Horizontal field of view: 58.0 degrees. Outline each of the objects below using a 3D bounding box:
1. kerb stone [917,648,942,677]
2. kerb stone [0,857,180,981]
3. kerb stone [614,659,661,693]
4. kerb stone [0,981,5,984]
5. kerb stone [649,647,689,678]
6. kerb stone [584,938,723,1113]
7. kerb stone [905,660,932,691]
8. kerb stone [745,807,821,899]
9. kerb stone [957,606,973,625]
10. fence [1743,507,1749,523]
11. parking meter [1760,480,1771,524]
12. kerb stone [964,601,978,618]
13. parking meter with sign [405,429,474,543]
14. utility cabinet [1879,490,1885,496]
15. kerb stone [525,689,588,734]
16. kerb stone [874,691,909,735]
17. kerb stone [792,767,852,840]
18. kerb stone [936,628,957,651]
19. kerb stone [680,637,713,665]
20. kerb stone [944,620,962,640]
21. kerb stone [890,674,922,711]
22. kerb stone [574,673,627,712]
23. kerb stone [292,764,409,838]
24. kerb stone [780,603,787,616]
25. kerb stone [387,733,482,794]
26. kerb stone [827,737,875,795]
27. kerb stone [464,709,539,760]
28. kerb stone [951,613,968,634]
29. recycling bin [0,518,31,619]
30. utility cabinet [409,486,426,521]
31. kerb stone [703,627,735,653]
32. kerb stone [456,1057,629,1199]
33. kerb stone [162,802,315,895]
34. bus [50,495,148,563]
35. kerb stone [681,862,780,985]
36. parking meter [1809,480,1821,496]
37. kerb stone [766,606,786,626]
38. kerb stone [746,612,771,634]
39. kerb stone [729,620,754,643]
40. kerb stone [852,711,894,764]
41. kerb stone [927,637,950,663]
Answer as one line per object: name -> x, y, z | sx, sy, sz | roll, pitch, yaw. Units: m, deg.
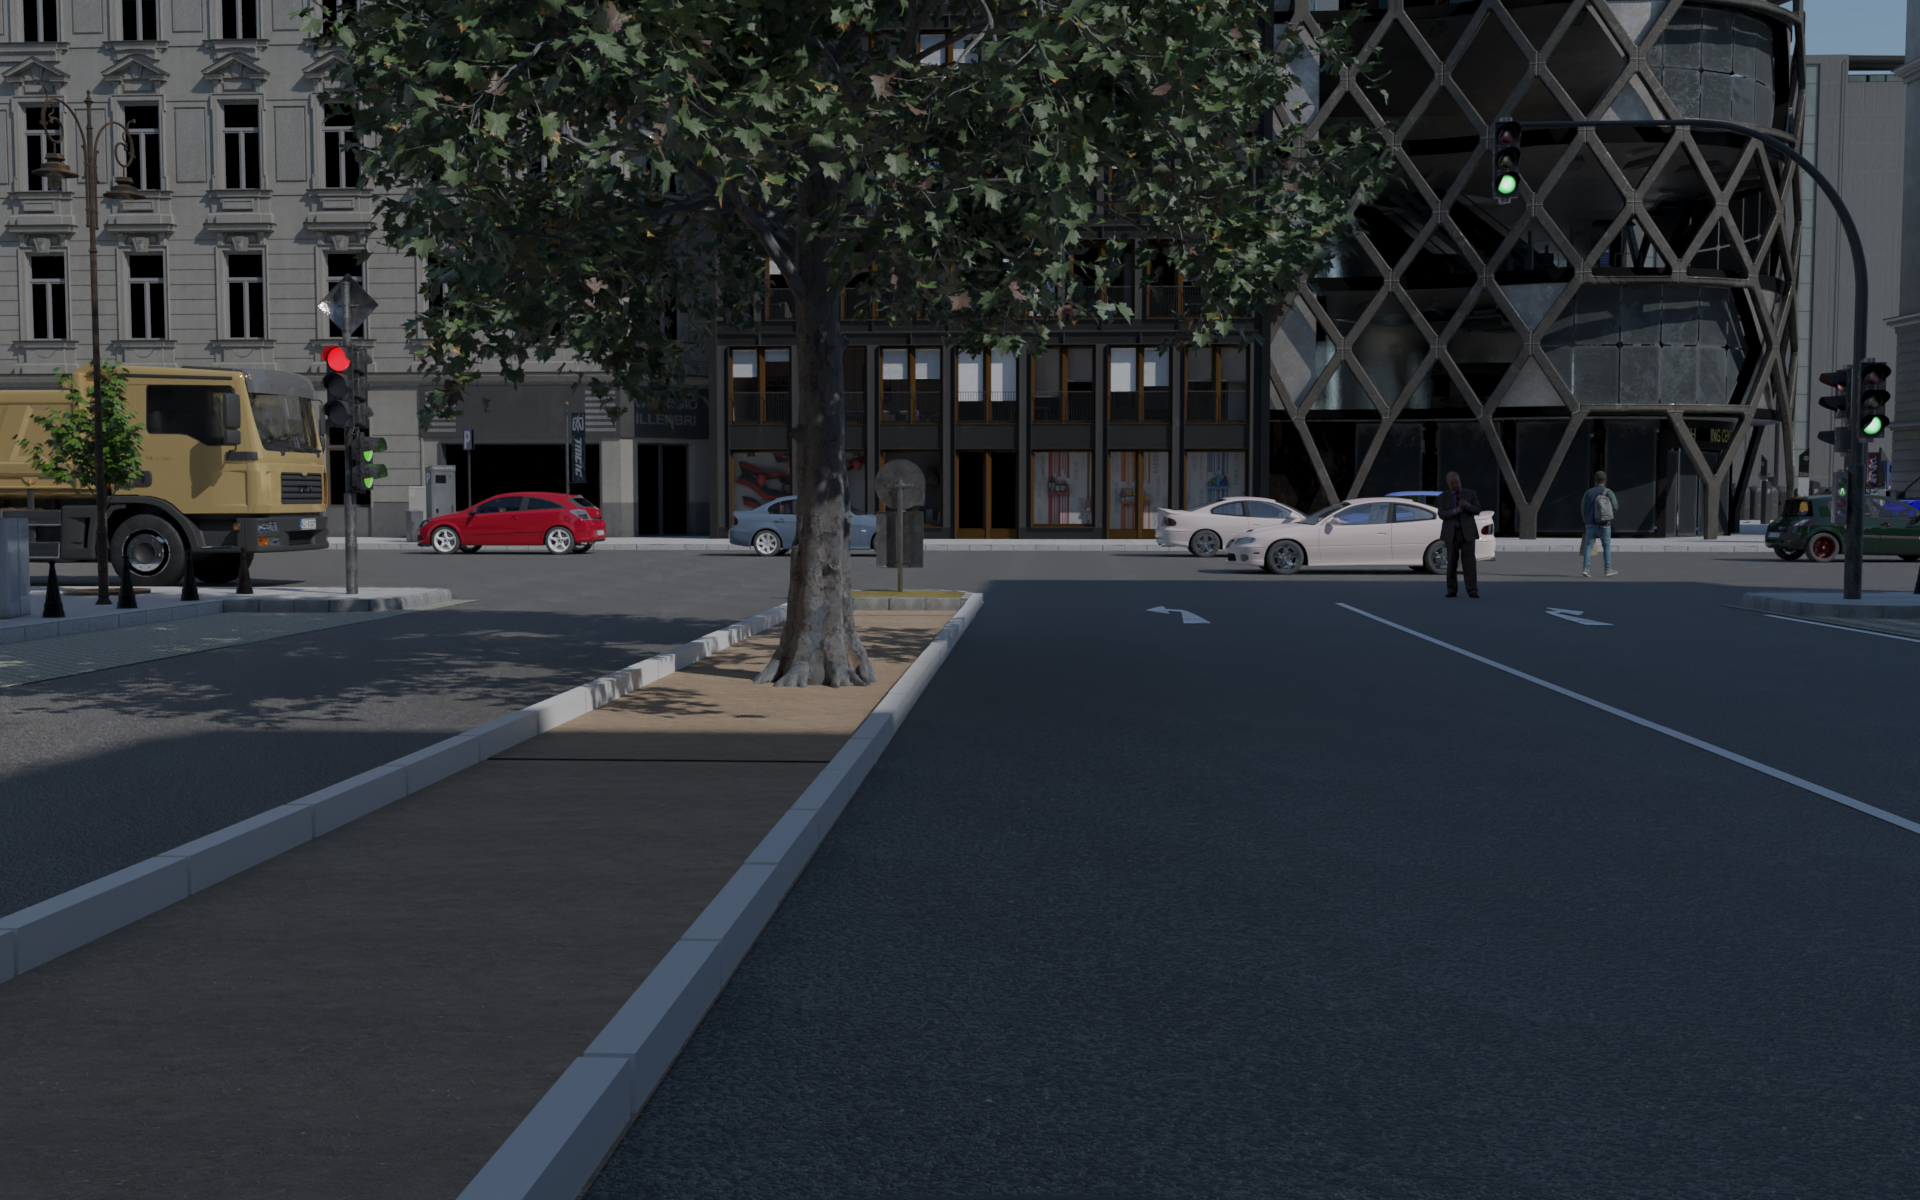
kerb stone -> -0.260, 0.518, 13.721 | 0.120, 0.150, 1.000 | 0, 4, 3
kerb stone -> -2.817, 1.014, 5.623 | 0.120, 0.150, 1.000 | 0, 4, 3
kerb stone -> -2.407, 0.575, 12.800 | 0.120, 0.150, 1.000 | 0, 4, 3
kerb stone -> -2.872, 1.076, 4.600 | 0.120, 0.150, 1.000 | 0, 4, 3
kerb stone -> -2.347, 0.512, 13.828 | 0.120, 0.150, 1.000 | 0, 4, 3
kerb stone -> -0.776, 1.084, 4.476 | 0.120, 0.150, 1.000 | 0, 4, 3
kerb stone -> -0.319, 0.581, 12.697 | 0.120, 0.150, 1.000 | 0, 4, 3
kerb stone -> -0.664, 0.958, 6.538 | 0.120, 0.150, 1.000 | 0, 4, 3
kerb stone -> 0.033, 0.205, 18.841 | 0.120, 0.150, 1.000 | 0, 4, 3
fence -> 35.421, -3.825, 77.912 | 0.278, 0.683, 2.069 | 2, 4, 27
parking meter -> 34.340, -4.164, 73.792 | 0.399, 1.863, 0.255 | -2, 4, -32
kerb stone -> 0.096, 0.145, 19.866 | 0.120, 0.150, 1.000 | 0, 4, 3
parking meter with sign -> -13.884, -3.055, 46.218 | 1.738, 3.016, 0.543 | -3, 4, -38
utility cabinet -> 46.799, -4.831, 87.664 | 0.318, 1.500, 1.173 | 3, 5, 40
kerb stone -> -2.522, 0.700, 10.754 | 0.120, 0.150, 1.000 | 0, 4, 3
kerb stone -> -0.430, 0.707, 10.636 | 0.120, 0.150, 1.000 | 0, 4, 3
kerb stone -> -0.605, 0.895, 7.561 | 0.120, 0.150, 1.000 | 0, 4, 3
kerb stone -> -0.142, 0.393, 15.767 | 0.120, 0.150, 1.000 | 0, 4, 3
kerb stone -> -2.295, 0.454, 14.852 | 0.120, 0.150, 1.000 | 0, 4, 3
kerb stone -> -0.088, 0.331, 16.791 | 0.120, 0.150, 1.000 | 0, 4, 3
kerb stone -> -0.375, 0.644, 11.667 | 0.120, 0.150, 1.000 | 0, 4, 3
kerb stone -> -2.463, 0.637, 11.777 | 0.120, 0.150, 1.000 | 0, 4, 3
kerb stone -> -2.700, 0.888, 7.670 | 0.120, 0.150, 1.000 | 0, 4, 3
kerb stone -> -2.009, 0.136, 19.973 | 0.120, 0.150, 1.000 | 0, 4, 3
kerb stone -> -2.641, 0.826, 8.695 | 0.120, 0.150, 1.000 | 0, 4, 3
kerb stone -> -0.546, 0.835, 8.584 | 0.120, 0.150, 1.000 | 0, 4, 3
kerb stone -> -2.587, 0.762, 9.731 | 0.120, 0.150, 1.000 | 0, 4, 3
kerb stone -> -0.026, 0.268, 17.818 | 0.120, 0.150, 1.000 | 0, 4, 3
recycling bin -> -10.165, -0.333, 17.992 | 0.722, 1.027, 0.722 | -1, 4, -10
utility cabinet -> -15.316, -2.533, 50.090 | 1.173, 1.500, 0.318 | -1, 4, -16
kerb stone -> -2.238, 0.387, 15.875 | 0.120, 0.150, 1.000 | 0, 4, 3
kerb stone -> -0.840, 1.147, 3.448 | 0.120, 0.150, 1.000 | 0, 4, 3
kerb stone -> -2.761, 0.951, 6.647 | 0.120, 0.150, 1.000 | 0, 4, 3
bus -> -21.404, -2.787, 37.111 | 12.252, 3.916, 2.896 | 0, 4, 2
kerb stone -> -0.719, 1.021, 5.499 | 0.120, 0.150, 1.000 | 0, 4, 3
parking meter -> 36.366, -4.158, 73.694 | 0.399, 1.863, 0.255 | 0, 4, 0
kerb stone -> -2.068, 0.202, 18.947 | 0.120, 0.150, 1.000 | 0, 4, 3
kerb stone -> -2.121, 0.261, 17.924 | 0.120, 0.150, 1.000 | 0, 4, 3
kerb stone -> -2.184, 0.328, 16.898 | 0.120, 0.150, 1.000 | 0, 4, 3
kerb stone -> -0.485, 0.770, 9.613 | 0.120, 0.150, 1.000 | 0, 4, 3
kerb stone -> -0.197, 0.456, 14.744 | 0.120, 0.150, 1.000 | 0, 4, 3
